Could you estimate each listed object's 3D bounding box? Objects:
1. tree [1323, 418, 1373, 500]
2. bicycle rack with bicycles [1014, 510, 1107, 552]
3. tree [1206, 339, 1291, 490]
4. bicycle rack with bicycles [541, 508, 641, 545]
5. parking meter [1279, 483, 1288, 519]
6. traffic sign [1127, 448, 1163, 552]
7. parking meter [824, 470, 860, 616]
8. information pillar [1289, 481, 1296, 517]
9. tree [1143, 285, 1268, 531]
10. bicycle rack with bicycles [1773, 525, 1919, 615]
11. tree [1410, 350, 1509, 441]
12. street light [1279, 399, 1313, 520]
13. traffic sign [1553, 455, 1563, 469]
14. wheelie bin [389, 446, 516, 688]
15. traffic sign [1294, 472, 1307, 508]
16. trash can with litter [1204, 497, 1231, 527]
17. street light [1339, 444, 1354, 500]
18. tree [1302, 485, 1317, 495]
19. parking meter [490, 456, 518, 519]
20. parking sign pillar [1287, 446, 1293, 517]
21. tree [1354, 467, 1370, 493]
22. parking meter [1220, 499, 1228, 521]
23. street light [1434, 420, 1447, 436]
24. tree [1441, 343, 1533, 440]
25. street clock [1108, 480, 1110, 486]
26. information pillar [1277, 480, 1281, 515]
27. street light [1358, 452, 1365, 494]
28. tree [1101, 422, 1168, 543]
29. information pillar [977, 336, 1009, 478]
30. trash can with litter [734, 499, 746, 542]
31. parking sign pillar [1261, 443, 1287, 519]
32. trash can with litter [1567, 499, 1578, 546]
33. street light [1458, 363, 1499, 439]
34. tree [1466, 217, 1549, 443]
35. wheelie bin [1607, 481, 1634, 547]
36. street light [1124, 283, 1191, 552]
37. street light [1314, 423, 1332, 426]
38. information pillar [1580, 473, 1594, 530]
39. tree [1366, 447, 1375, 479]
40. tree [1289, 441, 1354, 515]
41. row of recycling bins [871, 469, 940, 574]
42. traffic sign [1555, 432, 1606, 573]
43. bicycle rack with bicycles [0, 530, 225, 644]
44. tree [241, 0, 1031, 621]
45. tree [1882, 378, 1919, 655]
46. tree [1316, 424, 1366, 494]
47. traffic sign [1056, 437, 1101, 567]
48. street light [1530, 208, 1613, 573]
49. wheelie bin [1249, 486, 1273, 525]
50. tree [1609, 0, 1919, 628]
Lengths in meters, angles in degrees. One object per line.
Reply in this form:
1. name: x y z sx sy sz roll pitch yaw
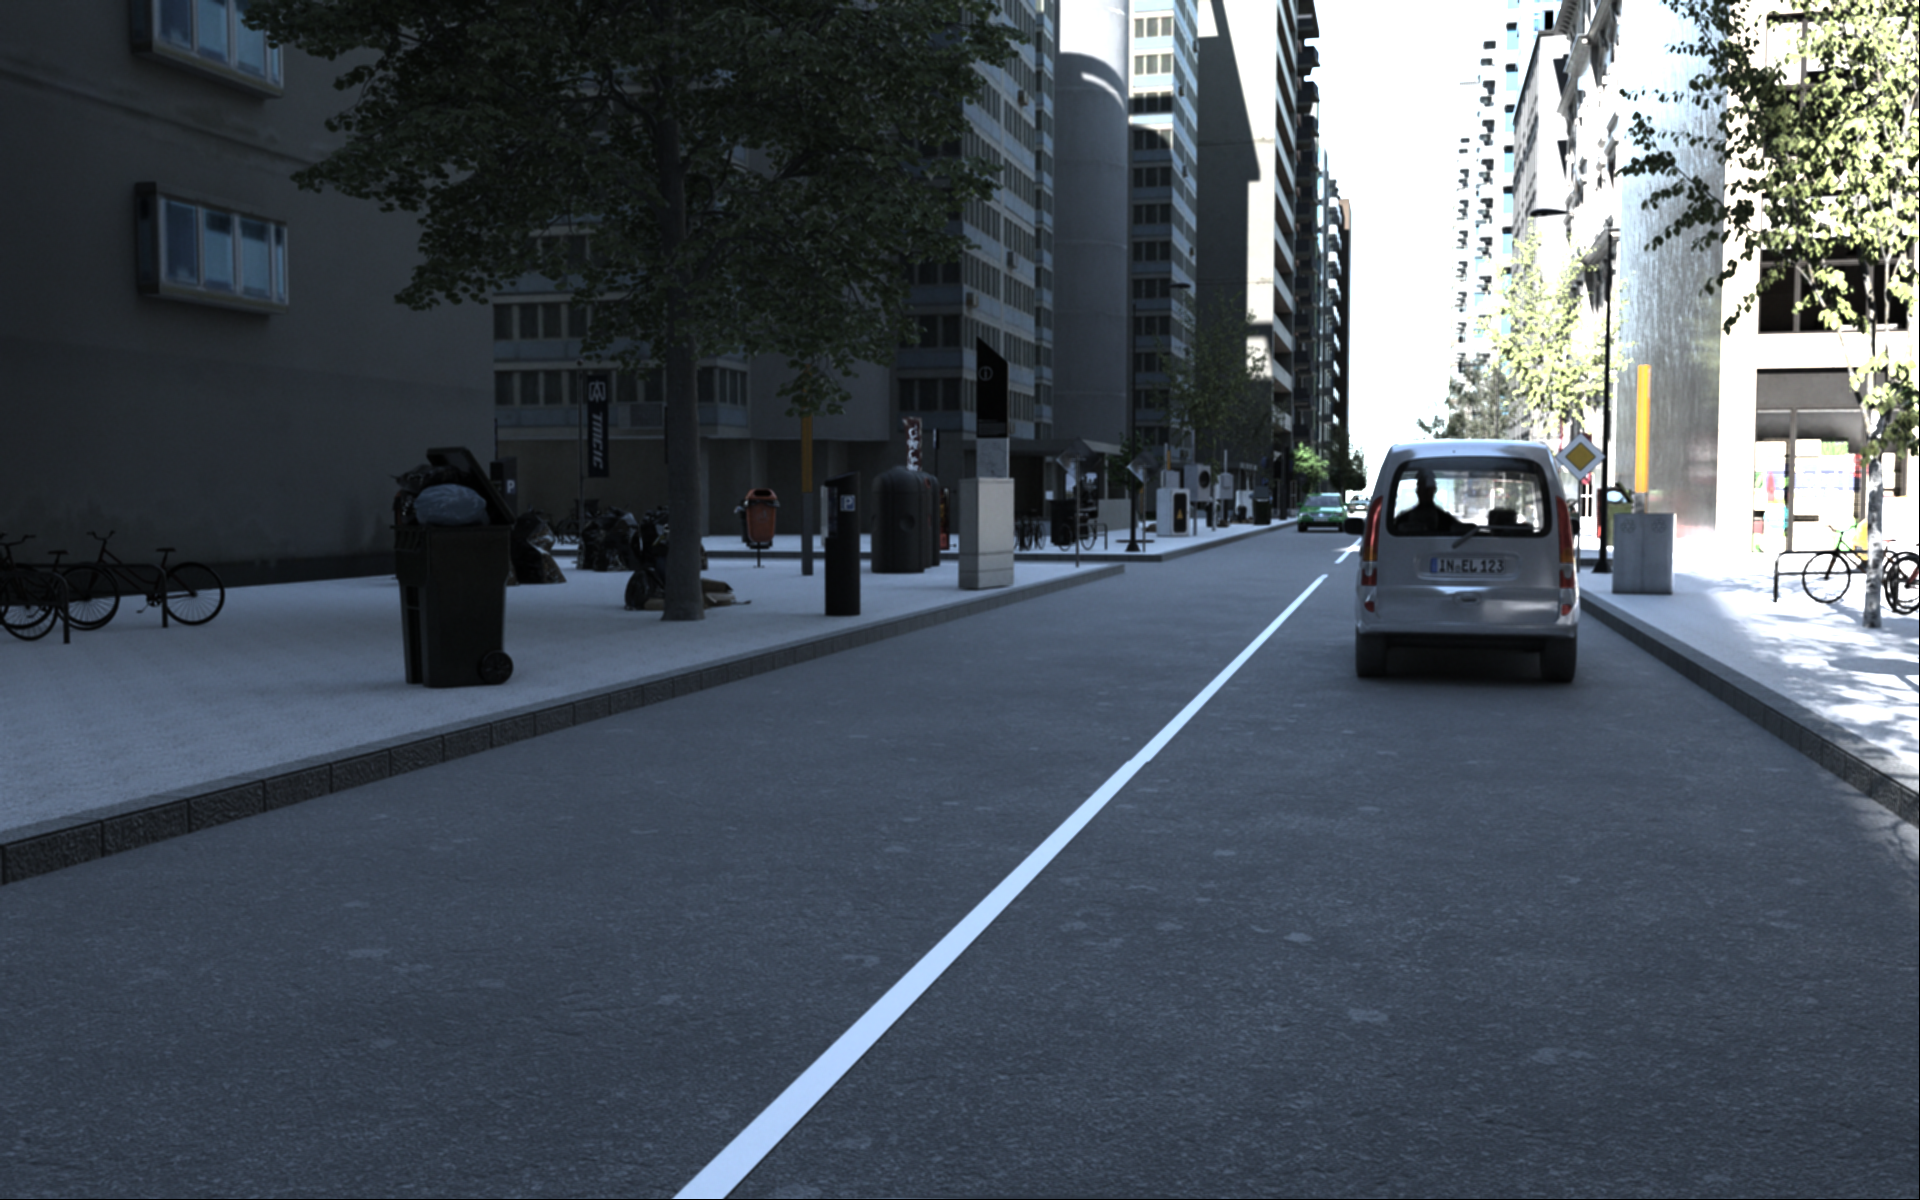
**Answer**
1. tree: 37.355 -13.316 168.075 4.737 8.622 4.395 0 3 0
2. bicycle rack with bicycles: 2.016 -1.601 39.556 2.852 0.926 2.925 2 4 27
3. tree: 13.530 -7.989 80.987 4.360 8.622 3.978 0 3 0
4. bicycle rack with bicycles: -9.595 -1.917 44.723 2.925 0.926 2.852 -1 4 -15
5. parking meter: 16.642 -5.097 89.042 0.399 1.863 0.255 0 4 5
6. traffic sign: 4.051 -2.104 38.036 0.795 2.450 0.064 1 4 14
7. parking meter: -1.245 -0.608 18.346 0.372 1.533 0.369 0 3 0
8. information pillar: 18.329 -5.558 95.362 0.304 2.012 0.304 0 4 -3
9. tree: 8.634 -6.713 60.120 4.737 8.622 4.395 0 3 0
10. bicycle rack with bicycles: 10.876 -0.385 19.669 2.925 0.926 2.852 -1 4 -15
11. tree: 33.485 -10.942 113.320 8.767 10.594 7.601 2 4 26
12. street light: 16.431 -6.882 85.064 1.470 5.913 1.316 1 4 14
13. traffic sign: 12.079 -1.976 35.957 0.795 2.450 0.064 1 4 14
14. wheelie bin: -3.424 -0.231 11.680 0.693 1.594 0.980 -3 5 -39
15. traffic sign: 19.905 -6.188 101.272 0.768 2.556 0.104 1 4 23
16. trash can with litter: 9.986 -3.401 67.001 1.055 1.170 0.624 3 5 40
17. street light: 35.441 -11.421 159.275 1.470 5.913 1.316 1 4 14
18. tree: 25.171 -8.035 125.977 1.663 3.219 1.824 0 3 0
19. parking meter: -7.053 -1.289 26.793 0.255 1.863 0.399 2 4 25
20. parking sign pillar: 18.420 -6.745 98.759 1.447 3.967 1.447 -2 4 -27
21. tree: 38.442 -11.612 173.572 4.285 4.588 4.351 0 3 0
22. parking meter: 12.577 -4.531 82.492 0.372 1.533 0.369 0 3 0
23. street light: 30.517 -8.296 108.174 1.470 5.913 1.316 1 4 14
24. tree: 24.950 -8.036 81.758 4.360 8.622 3.978 0 3 0
25. street clock: 6.707 -4.353 75.737 0.471 2.002 0.358 2 4 25
26. information pillar: 17.268 -5.435 93.350 0.304 2.012 0.304 0 4 -1
27. street light: 43.945 -13.454 192.509 1.470 5.913 1.316 1 4 14
28. tree: 4.531 -3.150 46.109 1.663 3.219 1.824 0 3 0
29. information pillar: 0.468 -2.096 25.620 0.504 3.616 0.183 1 4 13
30. trash can with litter: -5.529 -2.117 45.998 0.624 1.170 1.055 1 4 15
31. parking sign pillar: 16.122 -6.260 90.821 1.447 3.967 1.447 1 4 21
32. trash can with litter: 14.133 -1.815 41.069 0.624 1.170 1.055 -2 4 -31
33. street light: 18.443 -5.432 61.356 1.470 5.913 1.316 1 4 14
34. tree: 15.808 -5.881 46.518 4.737 8.622 4.395 0 3 0
35. wheelie bin: 16.058 -2.105 42.324 0.693 1.594 0.980 1 4 13
36. street light: 4.379 -4.022 38.307 1.470 5.913 1.316 1 4 14
37. street light: 23.434 -8.569 112.637 1.470 5.913 1.316 1 4 14
38. information pillar: 22.241 -3.484 61.459 0.304 2.012 0.304 -2 4 -29
39. tree: 61.197 -19.205 264.367 4.360 8.622 3.978 0 3 0
40. tree: 20.957 -7.519 106.648 4.285 4.588 4.351 0 3 0
41. row of recycling bins: -0.945 -1.377 29.619 1.069 1.692 3.534 0 4 5
42. traffic sign: 10.089 -1.503 28.223 0.795 2.450 0.064 1 4 14
43. bicycle rack with bicycles: -8.683 -0.152 15.875 2.925 0.926 2.852 0 4 2
44. tree: -3.143 -6.087 17.642 7.486 12.596 7.792 0 3 0
45. tree: 7.839 -1.123 12.960 1.663 3.219 1.824 0 3 0
46. tree: 39.102 -14.040 179.914 4.360 8.622 3.978 0 3 0
47. traffic sign: 2.061 -1.631 30.302 0.795 2.450 0.064 1 4 14
48. street light: 9.959 -3.405 28.209 1.470 5.913 1.316 1 4 14
49. wheelie bin: 12.856 -4.013 73.517 0.693 1.594 0.980 -2 4 -27
50. tree: 8.552 -4.040 16.421 4.737 8.622 4.395 0 3 0
